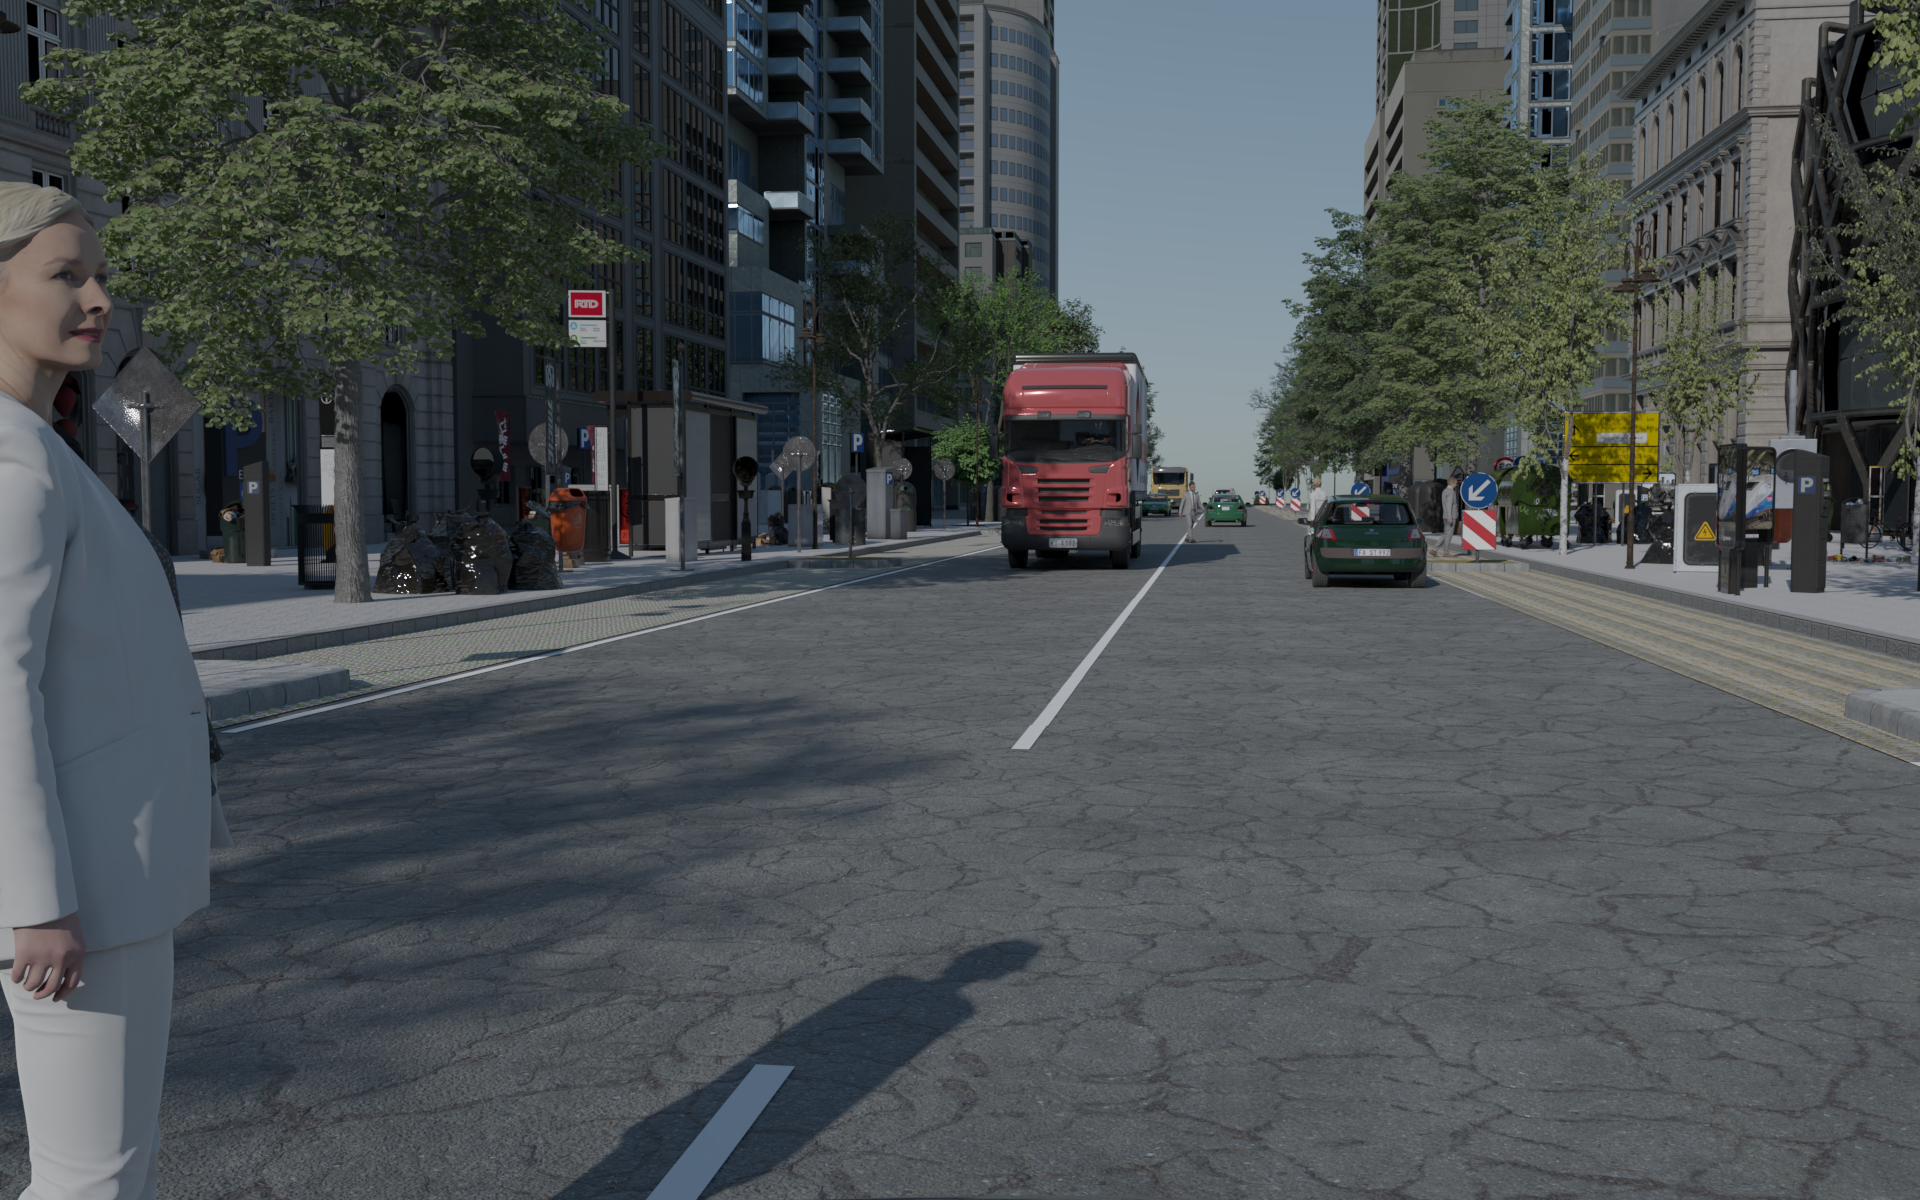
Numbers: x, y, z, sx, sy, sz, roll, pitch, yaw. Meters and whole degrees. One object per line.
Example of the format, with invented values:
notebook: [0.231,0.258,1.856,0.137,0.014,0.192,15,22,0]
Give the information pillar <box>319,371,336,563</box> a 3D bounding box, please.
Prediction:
information pillar: [-11.651,-2.498,32.198,0.504,3.616,0.183,0,4,5]

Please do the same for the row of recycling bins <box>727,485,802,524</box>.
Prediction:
row of recycling bins: [-8.557,-4.202,75.819,3.534,1.692,1.069,1,4,15]

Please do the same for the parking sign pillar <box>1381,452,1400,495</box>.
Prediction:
parking sign pillar: [20.824,-5.785,83.059,1.447,3.967,1.447,1,4,9]

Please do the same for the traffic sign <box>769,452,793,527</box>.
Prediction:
traffic sign: [-4.885,-2.845,47.706,0.795,2.450,0.064,1,4,14]

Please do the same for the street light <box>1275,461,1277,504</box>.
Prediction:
street light: [39.231,-14.803,214.820,0.468,5.910,1.993,1,4,8]

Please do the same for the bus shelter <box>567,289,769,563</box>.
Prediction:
bus shelter: [-6.219,-3.603,36.538,2.179,5.291,8.768,1,4,8]

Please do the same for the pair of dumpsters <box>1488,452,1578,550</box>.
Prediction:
pair of dumpsters: [13.687,-2.402,41.760,1.574,2.255,4.437,1,4,8]

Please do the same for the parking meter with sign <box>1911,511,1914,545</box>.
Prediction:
parking meter with sign: [24.410,-2.890,43.519,0.543,3.016,1.738,3,5,44]

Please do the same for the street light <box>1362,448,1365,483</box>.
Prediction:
street light: [19.489,-6.779,83.623,0.468,5.910,1.993,1,4,8]

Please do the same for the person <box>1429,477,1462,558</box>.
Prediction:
person: [10.985,-1.849,38.845,0.853,1.813,0.709,0,4,-2]

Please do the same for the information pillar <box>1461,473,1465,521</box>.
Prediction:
information pillar: [17.421,-3.360,59.435,0.304,2.012,0.304,-2,4,-26]

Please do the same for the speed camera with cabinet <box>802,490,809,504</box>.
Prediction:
speed camera with cabinet: [-7.687,-5.096,77.654,2.038,3.252,0.660,2,4,23]

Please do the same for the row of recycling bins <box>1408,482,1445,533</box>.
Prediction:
row of recycling bins: [15.920,-3.190,59.275,1.069,1.692,3.534,0,4,7]

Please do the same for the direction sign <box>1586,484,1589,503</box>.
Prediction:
direction sign: [24.053,-4.548,66.360,0.379,3.537,0.876,1,4,12]

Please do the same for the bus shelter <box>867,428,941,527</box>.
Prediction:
bus shelter: [-2.052,-4.495,64.770,1.731,3.624,6.357,1,4,9]

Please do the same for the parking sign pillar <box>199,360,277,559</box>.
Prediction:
parking sign pillar: [-14.460,-2.821,34.600,1.447,3.967,1.447,1,4,17]

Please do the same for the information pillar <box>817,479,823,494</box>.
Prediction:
information pillar: [-6.687,-4.749,82.130,0.304,2.012,0.304,2,4,26]

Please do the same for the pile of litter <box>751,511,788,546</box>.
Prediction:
pile of litter: [-4.894,-1.821,43.732,1.176,0.858,1.719,2,4,24]

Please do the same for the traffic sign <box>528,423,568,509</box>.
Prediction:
traffic sign: [-7.325,-1.876,30.780,0.768,2.556,0.104,1,4,13]

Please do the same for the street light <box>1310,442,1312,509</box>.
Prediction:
street light: [26.783,-9.740,132.038,0.468,5.910,1.993,1,4,8]

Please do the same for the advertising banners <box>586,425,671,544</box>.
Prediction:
advertising banners: [-8.477,-2.935,44.181,2.074,3.025,0.090,-2,4,-24]

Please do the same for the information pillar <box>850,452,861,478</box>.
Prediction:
information pillar: [-4.055,-4.625,66.975,0.504,3.616,0.183,3,4,38]

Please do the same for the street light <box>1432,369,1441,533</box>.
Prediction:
street light: [15.472,-5.109,56.312,0.468,5.910,1.993,1,4,8]

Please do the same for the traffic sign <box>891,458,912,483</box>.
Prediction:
traffic sign: [-2.081,-3.754,61.489,0.768,2.556,0.104,1,4,13]

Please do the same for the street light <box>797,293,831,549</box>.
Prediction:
street light: [-3.355,-4.111,39.995,0.468,5.910,1.993,1,4,8]

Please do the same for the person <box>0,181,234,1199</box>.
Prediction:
person: [-1.266,0.372,2.293,0.514,1.842,0.818,2,4,35]

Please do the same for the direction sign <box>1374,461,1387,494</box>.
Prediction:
direction sign: [18.535,-5.159,76.348,0.876,3.537,0.379,-3,5,-40]

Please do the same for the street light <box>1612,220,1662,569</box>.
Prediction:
street light: [11.505,-3.473,29.570,0.468,5.910,1.993,1,4,8]

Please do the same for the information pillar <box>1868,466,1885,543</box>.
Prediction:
information pillar: [24.211,-2.525,45.769,0.304,2.012,0.304,3,5,42]

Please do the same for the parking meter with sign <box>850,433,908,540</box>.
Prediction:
parking meter with sign: [-2.269,-3.225,48.993,1.738,3.016,0.543,2,4,35]

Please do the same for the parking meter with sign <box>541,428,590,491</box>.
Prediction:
parking meter with sign: [-10.731,-3.045,46.046,1.738,3.016,0.543,1,4,17]

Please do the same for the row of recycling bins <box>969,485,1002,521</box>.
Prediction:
row of recycling bins: [1.581,-4.678,83.591,1.069,1.692,3.534,-2,4,-30]

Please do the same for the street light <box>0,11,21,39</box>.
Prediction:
street light: [-7.450,-2.427,12.464,0.468,5.910,1.993,1,4,8]

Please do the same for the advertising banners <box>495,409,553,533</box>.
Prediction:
advertising banners: [-9.186,-2.469,36.548,0.090,3.025,2.074,1,4,20]

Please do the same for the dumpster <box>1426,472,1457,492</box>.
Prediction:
dumpster: [21.387,-4.581,77.391,1.502,2.255,1.985,1,4,8]

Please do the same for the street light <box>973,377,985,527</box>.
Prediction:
street light: [0.667,-5.746,66.729,0.468,5.910,1.993,1,4,8]

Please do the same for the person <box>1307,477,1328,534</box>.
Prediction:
person: [7.832,-1.775,37.749,0.478,1.798,0.641,0,4,-7]

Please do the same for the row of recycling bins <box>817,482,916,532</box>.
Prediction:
row of recycling bins: [-3.194,-3.185,59.193,3.534,1.692,1.069,1,4,14]

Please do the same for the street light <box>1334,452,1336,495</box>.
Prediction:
street light: [22.799,-8.105,105.299,0.468,5.910,1.993,1,4,8]

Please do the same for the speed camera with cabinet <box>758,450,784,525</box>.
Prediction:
speed camera with cabinet: [-8.373,-4.800,72.812,0.660,3.252,2.038,2,4,33]

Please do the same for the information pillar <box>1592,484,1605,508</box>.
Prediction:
information pillar: [19.867,-3.022,53.909,0.304,2.012,0.304,0,3,0]

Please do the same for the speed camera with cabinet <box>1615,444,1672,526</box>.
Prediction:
speed camera with cabinet: [27.055,-4.534,68.474,2.038,3.252,0.660,3,4,37]

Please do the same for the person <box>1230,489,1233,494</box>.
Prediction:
person: [16.073,-5.736,102.830,0.434,1.755,0.990,-1,4,-14]

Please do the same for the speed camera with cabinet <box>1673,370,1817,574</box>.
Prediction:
speed camera with cabinet: [12.608,-2.049,27.843,2.038,3.252,0.660,1,4,22]

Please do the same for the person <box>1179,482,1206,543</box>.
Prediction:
person: [6.767,-2.564,50.703,0.678,1.792,0.850,-1,4,-23]

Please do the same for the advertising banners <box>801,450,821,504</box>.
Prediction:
advertising banners: [-6.046,-4.535,70.332,0.090,3.025,2.074,-2,4,-26]

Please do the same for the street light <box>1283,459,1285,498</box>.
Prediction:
street light: [35.114,-13.158,187.921,0.468,5.910,1.993,1,4,8]

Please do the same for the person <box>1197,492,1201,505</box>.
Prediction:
person: [31.336,-13.366,227.569,0.750,1.759,0.617,0,4,-8]
